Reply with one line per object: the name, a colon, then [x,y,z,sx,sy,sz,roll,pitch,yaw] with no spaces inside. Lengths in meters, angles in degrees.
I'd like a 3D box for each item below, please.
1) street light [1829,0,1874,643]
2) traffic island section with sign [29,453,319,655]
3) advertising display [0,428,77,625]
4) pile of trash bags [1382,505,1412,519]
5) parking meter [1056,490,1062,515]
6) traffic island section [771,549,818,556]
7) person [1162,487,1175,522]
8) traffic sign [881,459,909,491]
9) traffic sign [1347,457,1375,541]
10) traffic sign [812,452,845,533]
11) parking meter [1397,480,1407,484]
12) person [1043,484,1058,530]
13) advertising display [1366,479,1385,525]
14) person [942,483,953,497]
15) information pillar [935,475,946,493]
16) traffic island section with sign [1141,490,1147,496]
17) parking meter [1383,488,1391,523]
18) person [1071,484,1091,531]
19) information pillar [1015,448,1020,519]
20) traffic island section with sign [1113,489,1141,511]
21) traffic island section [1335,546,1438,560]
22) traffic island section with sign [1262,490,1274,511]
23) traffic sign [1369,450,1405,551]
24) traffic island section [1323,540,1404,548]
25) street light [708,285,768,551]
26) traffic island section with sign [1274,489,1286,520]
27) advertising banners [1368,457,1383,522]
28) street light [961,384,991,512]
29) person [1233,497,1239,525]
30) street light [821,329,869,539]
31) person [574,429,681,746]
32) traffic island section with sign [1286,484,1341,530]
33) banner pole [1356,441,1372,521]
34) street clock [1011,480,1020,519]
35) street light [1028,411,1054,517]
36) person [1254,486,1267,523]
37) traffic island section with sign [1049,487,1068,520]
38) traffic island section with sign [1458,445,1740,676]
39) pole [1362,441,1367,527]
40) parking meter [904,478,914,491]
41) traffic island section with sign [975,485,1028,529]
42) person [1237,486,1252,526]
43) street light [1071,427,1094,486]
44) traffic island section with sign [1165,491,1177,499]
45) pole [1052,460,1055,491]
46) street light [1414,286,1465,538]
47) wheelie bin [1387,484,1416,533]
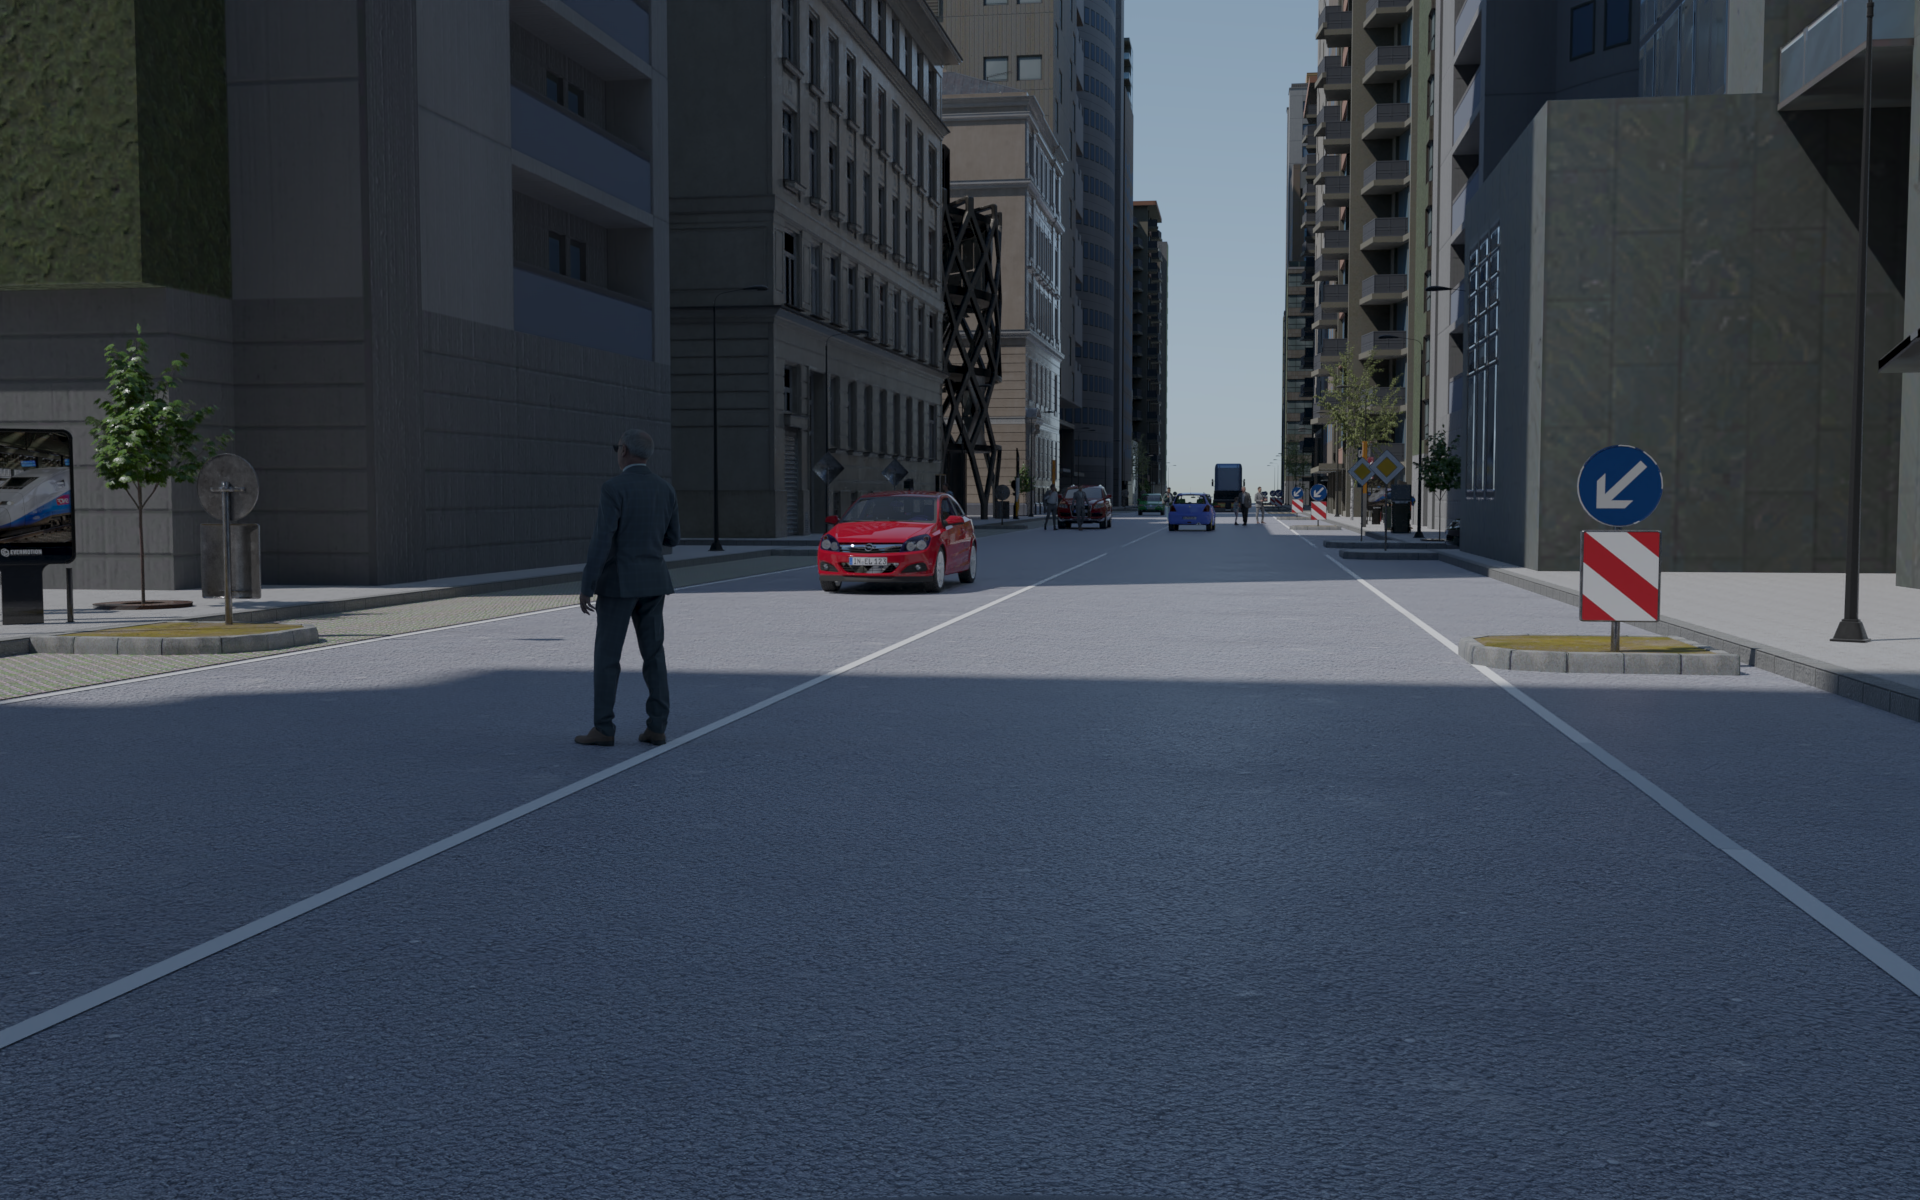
street light: [7.228,-2.597,15.009,1.470,5.913,1.316,1,4,9]
traffic island section with sign: [-7.199,-0.467,16.258,1.989,1.847,2.006,1,4,9]
advertising display: [-9.253,-0.724,17.044,0.974,1.923,0.123,-2,4,-33]
pile of trash bags: [22.186,-4.748,87.379,1.912,1.369,3.447,0,4,-7]
parking meter: [6.171,-6.075,107.730,0.372,1.533,0.369,0,3,0]
traffic island section: [-3.151,-1.155,41.159,2.009,0.180,2.903,1,4,9]
person: [10.429,-4.746,86.439,0.623,1.781,0.721,-3,5,-43]
traffic sign: [-1.842,-2.773,48.975,0.795,2.450,0.064,1,4,9]
traffic sign: [10.881,-2.645,46.890,0.795,2.450,0.064,1,4,9]
traffic sign: [-3.126,-2.291,41.094,0.795,2.450,0.064,1,4,9]
parking meter: [18.444,-4.070,72.248,0.399,1.863,0.255,0,4,-1]
person: [3.591,-3.680,68.777,0.679,1.850,0.850,-2,4,-28]
advertising display: [17.474,-4.127,72.691,0.974,1.923,0.123,-1,4,-19]
person: [-0.461,-3.075,58.866,0.778,1.811,0.616,-2,4,-24]
information pillar: [-0.743,-3.720,65.320,0.304,2.012,0.304,-3,5,-42]
traffic island section with sign: [18.444,-10.100,173.767,1.989,1.847,2.006,1,4,9]
parking meter: [18.954,-4.182,76.787,0.372,1.533,0.369,0,3,0]
person: [4.751,-3.635,68.054,0.709,1.813,0.853,-1,4,-22]
information pillar: [2.929,-5.906,87.921,0.183,3.616,0.504,1,4,13]
traffic island section with sign: [14.018,-8.436,146.549,1.989,1.847,2.006,1,4,9]
traffic island section: [9.622,-1.028,39.082,2.009,0.180,2.903,1,4,9]
traffic island section with sign: [26.565,-8.347,145.106,1.989,1.847,2.006,1,4,9]
traffic sign: [9.597,-2.163,39.008,0.795,2.450,0.064,1,4,9]
traffic island section: [10.906,-1.510,46.963,2.009,0.180,2.903,1,4,9]
street light: [-4.958,-4.049,38.749,1.470,5.913,1.316,1,4,9]
traffic island section with sign: [18.606,-5.358,96.224,1.989,1.847,2.006,1,4,9]
advertising banners: [19.442,-5.144,80.298,0.090,3.025,2.074,-1,4,-18]
street light: [0.633,-6.175,73.494,1.470,5.913,1.316,1,4,9]
person: [12.768,-4.106,79.912,0.394,1.301,0.425,-2,4,-35]
street light: [-3.248,-4.680,49.057,1.470,5.913,1.316,1,4,9]
person: [-1.938,-0.079,9.968,0.590,1.801,0.661,3,5,40]
traffic island section with sign: [14.268,-3.730,69.609,1.989,1.847,2.006,1,4,9]
banner pole: [19.116,-5.604,81.637,0.863,3.779,0.401,0,3,0]
street clock: [2.838,-5.142,88.635,0.358,2.002,0.471,-3,5,-42]
street light: [4.527,-7.603,96.847,1.470,5.913,1.316,1,4,9]
person: [14.669,-4.632,84.437,0.606,1.804,0.583,-3,5,-43]
traffic island section with sign: [6.069,-5.450,97.734,1.989,1.847,2.006,1,4,9]
traffic island section with sign: [5.336,-0.374,14.748,1.989,1.847,2.006,1,4,9]
pole: [15.641,-4.475,67.014,0.158,3.312,0.155,0,3,0]
parking meter: [-1.918,-3.604,64.642,0.255,1.863,0.399,2,4,25]
traffic island section with sign: [1.738,-3.823,71.128,1.989,1.847,2.006,1,4,9]
person: [12.892,-4.262,78.582,0.661,1.777,0.834,1,4,17]
street light: [8.304,-9.034,120.240,1.470,5.913,1.316,1,4,9]
traffic island section with sign: [27.477,-13.489,229.164,1.989,1.847,2.006,1,4,9]
pole: [5.586,-6.697,103.332,0.158,3.312,0.155,0,3,0]
street light: [11.071,-4.046,38.698,1.470,5.913,1.316,1,4,9]
wheelie bin: [14.370,-2.976,56.570,0.980,1.594,0.693,1,4,12]
